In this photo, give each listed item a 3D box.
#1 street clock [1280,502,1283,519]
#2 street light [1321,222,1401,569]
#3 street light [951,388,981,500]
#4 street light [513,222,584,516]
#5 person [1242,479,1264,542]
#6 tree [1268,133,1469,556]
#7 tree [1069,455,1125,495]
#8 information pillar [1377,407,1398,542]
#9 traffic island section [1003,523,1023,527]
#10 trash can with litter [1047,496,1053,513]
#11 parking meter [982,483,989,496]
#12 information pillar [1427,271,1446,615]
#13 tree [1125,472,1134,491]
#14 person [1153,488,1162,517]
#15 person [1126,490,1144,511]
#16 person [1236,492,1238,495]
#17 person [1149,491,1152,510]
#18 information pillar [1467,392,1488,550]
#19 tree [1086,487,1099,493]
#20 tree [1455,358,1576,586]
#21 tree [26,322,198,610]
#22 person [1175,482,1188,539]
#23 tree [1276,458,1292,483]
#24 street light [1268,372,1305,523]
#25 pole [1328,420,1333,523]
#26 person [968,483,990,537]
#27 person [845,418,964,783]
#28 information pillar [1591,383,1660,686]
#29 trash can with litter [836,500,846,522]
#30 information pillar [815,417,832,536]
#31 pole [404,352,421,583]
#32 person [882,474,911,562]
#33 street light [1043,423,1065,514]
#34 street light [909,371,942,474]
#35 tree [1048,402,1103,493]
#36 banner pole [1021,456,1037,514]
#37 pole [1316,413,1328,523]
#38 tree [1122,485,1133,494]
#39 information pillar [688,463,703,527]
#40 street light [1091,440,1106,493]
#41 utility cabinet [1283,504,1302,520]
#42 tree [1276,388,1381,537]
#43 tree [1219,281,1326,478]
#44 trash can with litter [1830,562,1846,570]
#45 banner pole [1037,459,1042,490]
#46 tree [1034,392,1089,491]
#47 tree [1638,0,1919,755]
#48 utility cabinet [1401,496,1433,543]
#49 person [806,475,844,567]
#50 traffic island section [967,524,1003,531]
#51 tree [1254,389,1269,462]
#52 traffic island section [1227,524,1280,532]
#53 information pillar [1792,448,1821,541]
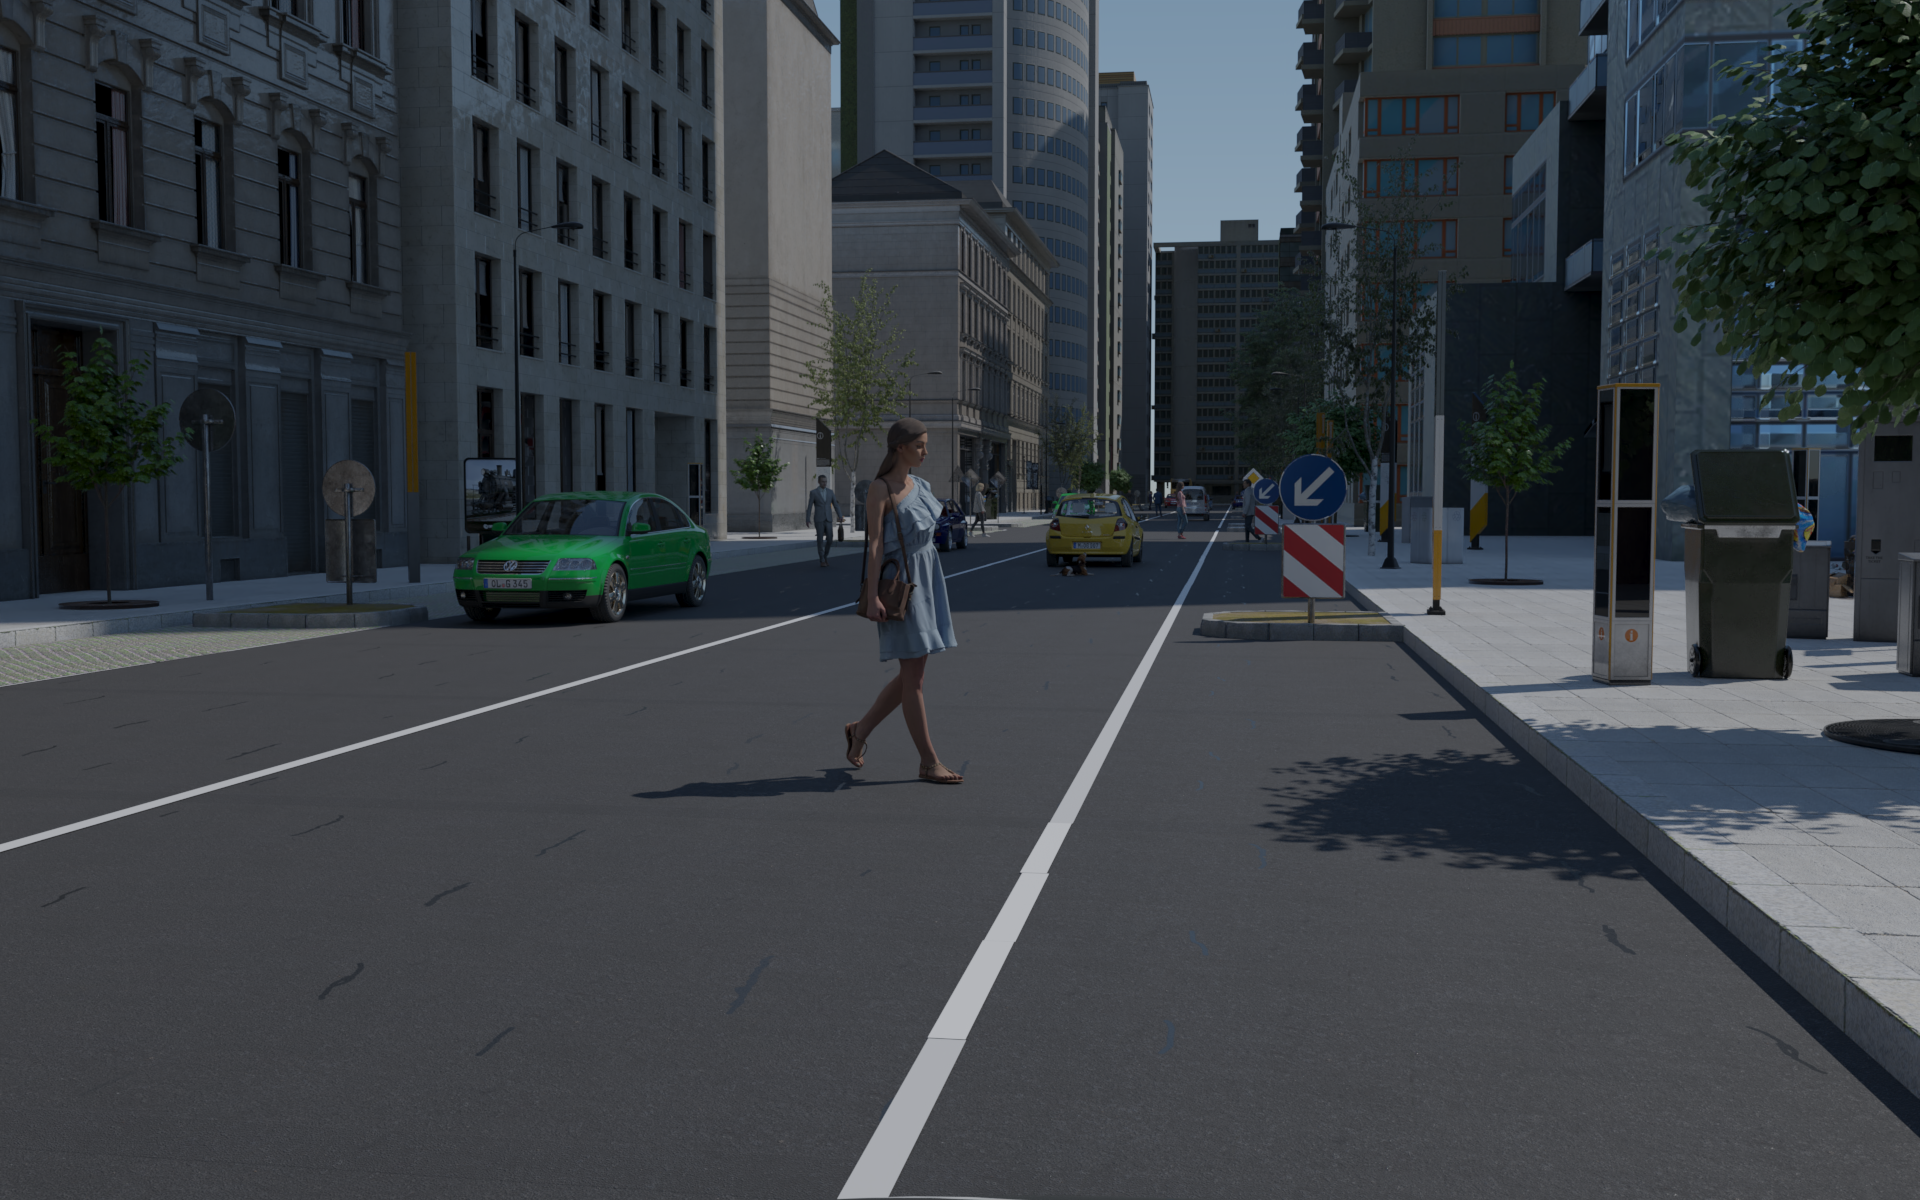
[{"bbox_3d":[16.578,-5.155,88.857,0.358,2.002,0.471,3,5,43],"label":"street clock"},{"bbox_3d":[6.874,-3.497,29.713,1.470,5.913,1.316,1,4,9],"label":"street light"},{"bbox_3d":[0.209,-6.325,75.962,1.470,5.913,1.316,1,4,9],"label":"street light"},{"bbox_3d":[-7.105,-3.500,29.768,1.470,5.913,1.316,1,4,9],"label":"street light"},{"bbox_3d":[7.876,-2.346,46.708,0.795,1.843,0.661,2,4,29],"label":"person"},{"bbox_3d":[8.617,-5.248,36.167,4.360,8.622,3.978,0,3,0],"label":"tree"},{"bbox_3d":[10.692,-9.885,145.332,4.285,4.588,4.351,0,3,0],"label":"tree"},{"bbox_3d":[11.391,-3.347,46.073,0.183,3.616,0.504,-3,4,-37],"label":"information pillar"},{"bbox_3d":[1.652,-3.284,75.976,2.009,0.180,2.903,1,4,9],"label":"traffic island section"},{"bbox_3d":[6.242,-6.627,119.735,0.624,1.170,1.055,-1,4,-16],"label":"trash can with litter"},{"bbox_3d":[1.341,-5.265,91.786,0.255,1.863,0.399,2,4,35],"label":"parking meter"},{"bbox_3d":[5.102,-1.658,18.463,0.183,3.616,0.504,1,4,13],"label":"information pillar"},{"bbox_3d":[18.148,-13.136,198.480,4.285,4.588,4.351,0,3,0],"label":"tree"},{"bbox_3d":[12.656,-6.236,110.633,0.721,1.800,0.419,0,4,-2],"label":"person"},{"bbox_3d":[14.617,-8.367,145.514,1.509,1.804,0.699,2,4,26],"label":"person"},{"bbox_3d":[35.161,-12.868,219.443,0.434,1.755,0.990,1,4,12],"label":"person"},{"bbox_3d":[17.131,-8.936,155.527,0.530,1.710,0.541,2,4,33],"label":"person"},{"bbox_3d":[11.914,-2.960,39.750,0.183,3.616,0.504,-2,4,-26],"label":"information pillar"},{"bbox_3d":[12.158,-10.012,158.294,1.663,3.219,1.824,0,3,0],"label":"tree"},{"bbox_3d":[7.950,-1.842,24.717,1.663,3.219,1.824,0,3,0],"label":"tree"},{"bbox_3d":[-9.705,-1.520,19.447,1.663,3.219,1.824,0,3,0],"label":"tree"},{"bbox_3d":[7.038,-2.844,55.003,0.388,1.821,0.555,-1,4,-16],"label":"person"},{"bbox_3d":[17.756,-5.992,92.574,1.663,3.219,1.824,0,3,0],"label":"tree"},{"bbox_3d":[12.557,-5.717,66.020,1.470,5.913,1.316,1,4,9],"label":"street light"},{"bbox_3d":[10.229,-3.309,47.951,0.158,3.312,0.155,0,3,0],"label":"pole"},{"bbox_3d":[0.627,-3.008,57.867,0.728,1.800,0.709,0,4,-3],"label":"person"},{"bbox_3d":[-0.323,-0.006,8.699,0.778,1.811,0.616,3,4,37],"label":"person"},{"bbox_3d":[4.485,-0.440,11.685,0.304,2.012,0.304,0,4,-2],"label":"information pillar"},{"bbox_3d":[-5.655,-4.086,78.189,0.624,1.170,1.055,2,4,34],"label":"trash can with litter"},{"bbox_3d":[-4.170,-3.764,52.894,0.504,3.616,0.183,1,4,19],"label":"information pillar"},{"bbox_3d":[-7.905,-1.905,24.991,0.158,3.312,0.155,0,3,0],"label":"pole"},{"bbox_3d":[-1.014,-1.401,31.501,0.778,1.811,0.616,-1,4,-15],"label":"person"},{"bbox_3d":[6.159,-8.575,112.747,1.470,5.913,1.316,1,4,9],"label":"street light"},{"bbox_3d":[-1.364,-5.697,65.692,1.470,5.913,1.316,1,4,9],"label":"street light"},{"bbox_3d":[9.206,-11.465,137.814,4.737,8.622,4.395,0,3,0],"label":"tree"},{"bbox_3d":[4.410,-7.580,113.943,0.863,3.779,0.401,-2,4,-33],"label":"banner pole"},{"bbox_3d":[9.041,-3.036,43.483,0.158,3.312,0.155,0,3,0],"label":"pole"},{"bbox_3d":[19.730,-12.848,204.670,1.663,3.219,1.824,0,3,0],"label":"tree"},{"bbox_3d":[-6.232,-2.223,40.840,0.304,2.012,0.304,0,4,4],"label":"information pillar"},{"bbox_3d":[11.831,-10.773,148.681,1.470,5.913,1.316,1,4,9],"label":"street light"},{"bbox_3d":[16.600,-4.595,86.284,1.020,1.237,0.306,3,5,40],"label":"utility cabinet"},{"bbox_3d":[11.271,-4.196,52.322,4.285,4.588,4.351,0,3,0],"label":"tree"},{"bbox_3d":[20.605,-12.113,104.699,9.857,13.997,8.962,0,3,0],"label":"tree"},{"bbox_3d":[15.609,-1.152,29.889,2.233,1.210,1.678,-2,4,-32],"label":"trash can with litter"},{"bbox_3d":[5.454,-8.068,121.932,0.863,3.779,0.401,0,4,6],"label":"banner pole"},{"bbox_3d":[7.377,-10.636,124.268,4.360,8.622,3.978,0,3,0],"label":"tree"},{"bbox_3d":[5.265,-1.530,8.733,4.285,4.588,4.351,0,3,0],"label":"tree"},{"bbox_3d":[12.010,-2.098,45.462,1.020,1.237,0.306,-3,4,-39],"label":"utility cabinet"},{"bbox_3d":[-2.669,-1.560,34.132,0.709,1.813,0.853,-2,4,-27],"label":"person"},{"bbox_3d":[0.390,-2.802,68.091,2.009,0.180,2.903,1,4,9],"label":"traffic island section"},{"bbox_3d":[15.945,-8.061,82.158,4.360,8.622,3.978,0,3,0],"label":"tree"},{"bbox_3d":[11.243,-2.696,66.356,2.009,0.180,2.903,1,4,9],"label":"traffic island section"},{"bbox_3d":[13.553,-1.425,27.790,0.304,2.012,0.304,-2,4,-26],"label":"information pillar"}]
